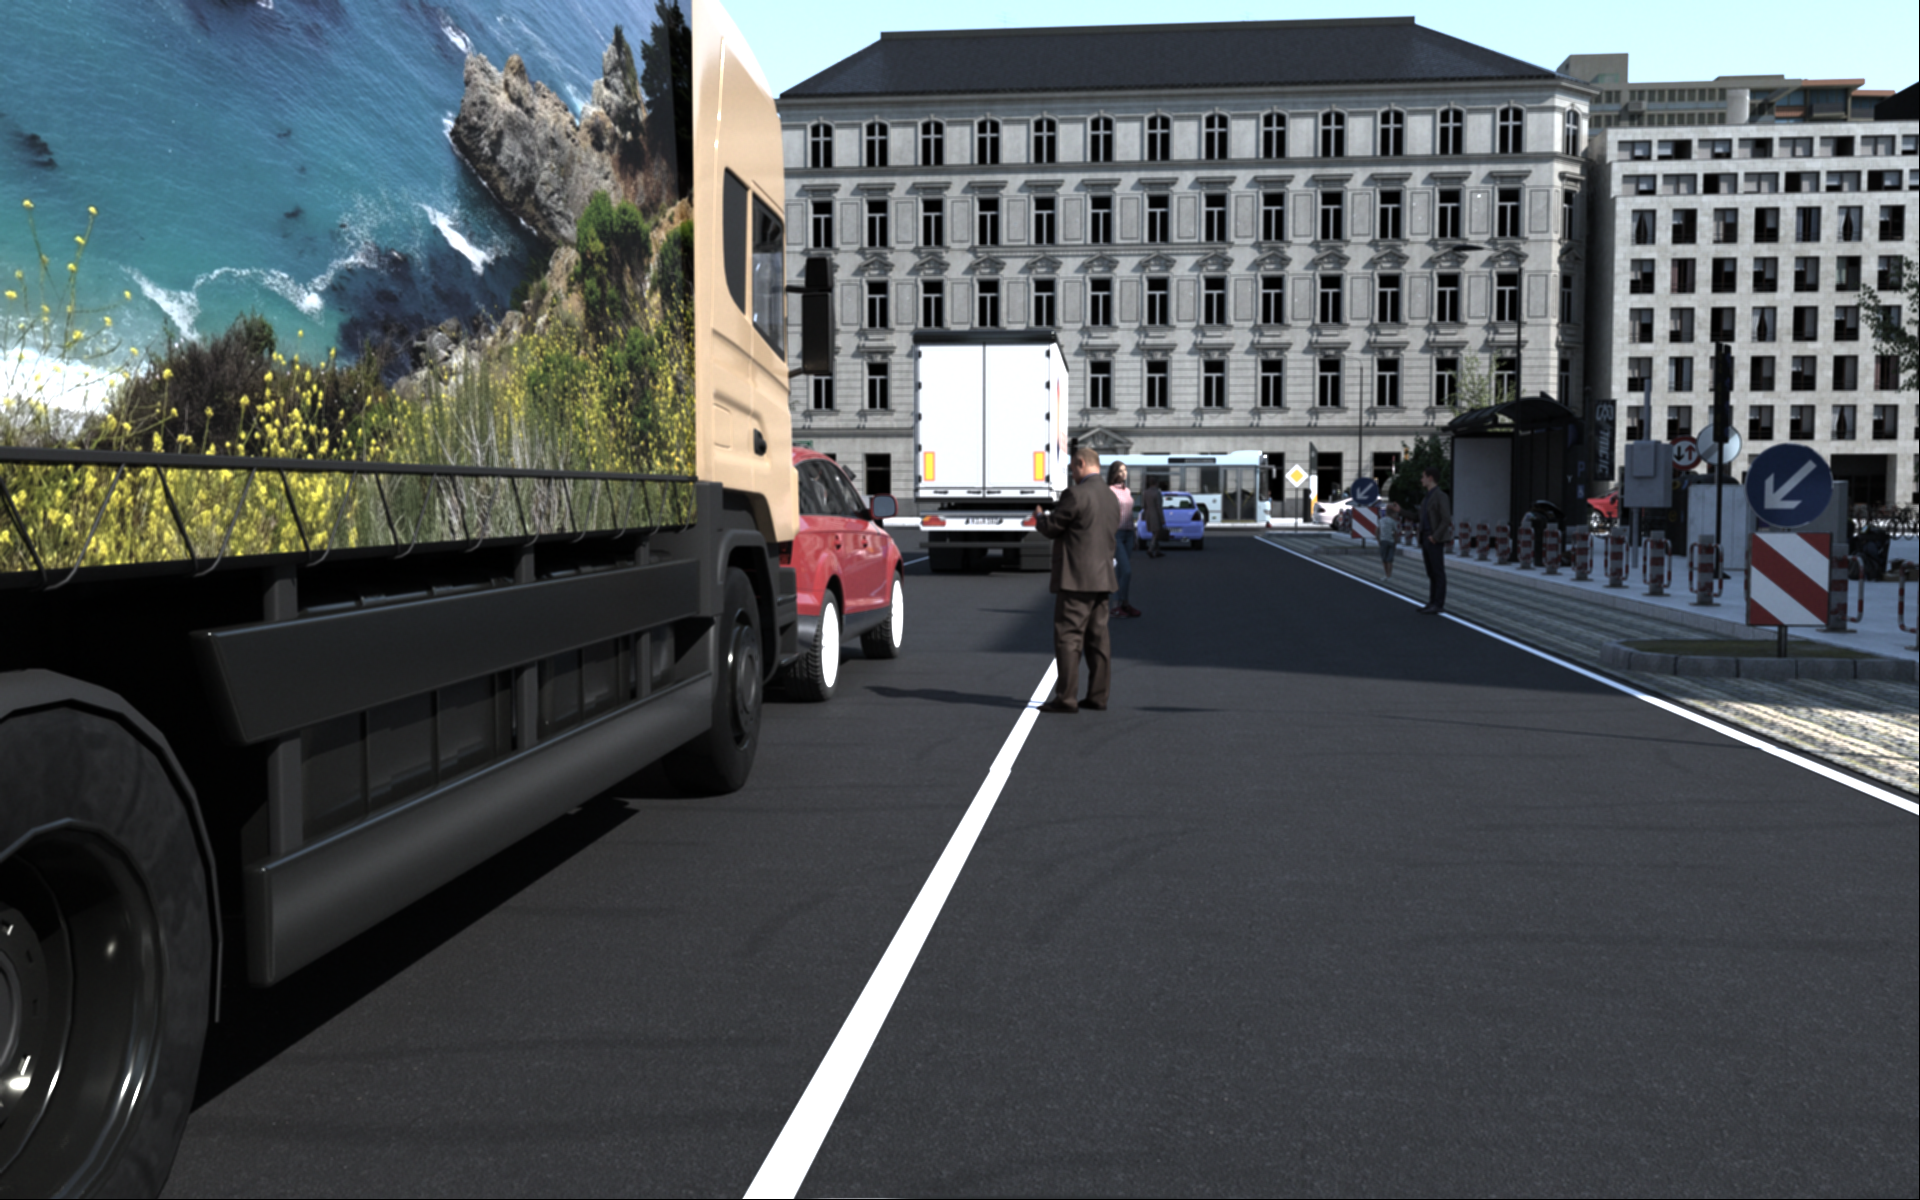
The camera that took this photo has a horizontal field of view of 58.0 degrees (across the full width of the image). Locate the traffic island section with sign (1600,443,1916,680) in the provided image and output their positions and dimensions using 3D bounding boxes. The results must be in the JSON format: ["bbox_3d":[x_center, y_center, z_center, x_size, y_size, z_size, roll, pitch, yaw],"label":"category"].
[{"bbox_3d":[6.434,-0.346,14.282,1.989,1.847,2.006,0,4,6],"label":"traffic island section with sign"}]

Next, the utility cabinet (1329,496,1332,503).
[{"bbox_3d":[19.408,-4.816,89.899,0.306,1.237,1.020,0,4,-2],"label":"utility cabinet"}]

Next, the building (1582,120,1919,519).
[{"bbox_3d":[42.315,-14.557,92.766,16.860,20.320,10.420,0,4,6],"label":"building"}]

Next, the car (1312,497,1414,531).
[{"bbox_3d":[16.436,-3.453,68.821,4.827,1.381,2.083,0,4,5],"label":"car"}]

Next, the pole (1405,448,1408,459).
[{"bbox_3d":[19.699,-5.056,76.501,0.158,3.312,0.155,0,3,0],"label":"pole"}]

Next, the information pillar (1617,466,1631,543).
[{"bbox_3d":[17.403,-2.499,45.358,0.304,2.012,0.304,1,4,13],"label":"information pillar"}]

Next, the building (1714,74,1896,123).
[{"bbox_3d":[83.192,-32.373,183.930,28.867,44.769,22.147,0,4,6],"label":"building"}]

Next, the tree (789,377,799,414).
[{"bbox_3d":[-12.084,-9.627,107.761,4.360,8.622,3.978,0,3,0],"label":"tree"}]

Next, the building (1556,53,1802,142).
[{"bbox_3d":[55.108,-28.472,157.393,32.217,40.220,23.993,0,4,6],"label":"building"}]

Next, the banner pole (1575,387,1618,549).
[{"bbox_3d":[14.851,-3.081,40.395,0.863,3.779,0.401,1,4,20],"label":"banner pole"}]

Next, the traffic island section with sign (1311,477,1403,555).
[{"bbox_3d":[9.419,-1.992,41.196,1.989,1.847,2.006,0,4,6],"label":"traffic island section with sign"}]

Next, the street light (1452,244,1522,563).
[{"bbox_3d":[9.857,-3.658,32.346,1.470,5.913,1.316,0,4,6],"label":"street light"}]

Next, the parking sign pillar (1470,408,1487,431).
[{"bbox_3d":[16.534,-4.050,54.684,1.447,3.967,1.447,3,5,41],"label":"parking sign pillar"}]

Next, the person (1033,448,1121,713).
[{"bbox_3d":[0.760,-0.143,11.524,0.600,1.739,0.565,1,4,15],"label":"person"}]

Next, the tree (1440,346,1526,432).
[{"bbox_3d":[26.221,-8.329,86.543,4.737,8.622,4.395,0,3,0],"label":"tree"}]

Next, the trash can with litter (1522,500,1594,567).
[{"bbox_3d":[10.541,-1.180,30.675,1.055,1.170,0.624,-2,4,-27],"label":"trash can with litter"}]

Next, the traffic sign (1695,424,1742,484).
[{"bbox_3d":[13.516,-1.885,30.930,0.768,2.556,0.104,1,4,14],"label":"traffic sign"}]

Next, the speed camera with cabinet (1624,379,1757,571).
[{"bbox_3d":[12.473,-2.155,29.576,2.038,3.252,0.660,3,4,37],"label":"speed camera with cabinet"}]

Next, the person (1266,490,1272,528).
[{"bbox_3d":[13.190,-3.912,74.328,0.647,1.594,0.662,-3,5,-44],"label":"person"}]

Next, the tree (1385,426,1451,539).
[{"bbox_3d":[13.963,-3.564,52.867,1.663,3.219,1.824,0,3,0],"label":"tree"}]

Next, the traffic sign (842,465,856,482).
[{"bbox_3d":[-3.946,-3.408,59.365,0.795,2.450,0.064,0,4,6],"label":"traffic sign"}]

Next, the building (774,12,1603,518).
[{"bbox_3d":[12.404,-19.757,99.443,44.131,29.872,17.030,0,4,6],"label":"building"}]

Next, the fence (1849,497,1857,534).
[{"bbox_3d":[28.130,-2.727,55.795,2.264,1.192,0.480,-3,4,-37],"label":"fence"}]

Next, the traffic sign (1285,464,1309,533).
[{"bbox_3d":[11.205,-3.305,57.677,0.795,2.450,0.064,0,4,6],"label":"traffic sign"}]

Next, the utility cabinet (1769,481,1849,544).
[{"bbox_3d":[14.190,-1.243,29.002,0.318,1.500,1.173,-3,4,-36],"label":"utility cabinet"}]

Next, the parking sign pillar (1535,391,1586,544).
[{"bbox_3d":[15.496,-3.445,44.798,1.447,3.967,1.447,-3,4,-38],"label":"parking sign pillar"}]

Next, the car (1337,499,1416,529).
[{"bbox_3d":[16.533,-3.311,66.709,3.894,1.354,1.945,0,4,7],"label":"car"}]

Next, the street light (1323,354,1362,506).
[{"bbox_3d":[12.735,-5.194,57.460,1.470,5.913,1.316,0,4,6],"label":"street light"}]

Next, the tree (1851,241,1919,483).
[{"bbox_3d":[22.028,-5.335,37.595,4.737,8.622,4.395,0,3,0],"label":"tree"}]

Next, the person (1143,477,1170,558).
[{"bbox_3d":[4.444,-1.870,39.181,0.767,1.812,0.694,-2,4,-35],"label":"person"}]

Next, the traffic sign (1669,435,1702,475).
[{"bbox_3d":[15.751,-2.301,37.724,0.768,2.556,0.104,1,4,12],"label":"traffic sign"}]

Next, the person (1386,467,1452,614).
[{"bbox_3d":[5.534,-0.727,20.911,0.750,1.759,0.617,1,4,11],"label":"person"}]

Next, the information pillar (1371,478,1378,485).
[{"bbox_3d":[19.003,-4.599,79.682,0.304,2.012,0.304,2,4,35],"label":"information pillar"}]

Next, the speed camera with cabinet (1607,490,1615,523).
[{"bbox_3d":[29.276,-5.009,76.228,0.660,3.252,2.038,-1,4,-13],"label":"speed camera with cabinet"}]

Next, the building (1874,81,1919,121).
[{"bbox_3d":[59.194,-16.060,92.256,15.834,23.373,12.332,0,4,6],"label":"building"}]

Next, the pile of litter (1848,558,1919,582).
[{"bbox_3d":[13.951,-0.731,25.918,1.719,0.858,1.176,-2,4,-31],"label":"pile of litter"}]

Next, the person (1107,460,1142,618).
[{"bbox_3d":[1.862,-0.711,20.133,0.388,1.821,0.555,2,4,32],"label":"person"}]

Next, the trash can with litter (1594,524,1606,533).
[{"bbox_3d":[20.728,-2.785,56.928,1.055,1.170,0.624,0,4,-1],"label":"trash can with litter"}]

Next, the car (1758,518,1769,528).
[{"bbox_3d":[30.024,-3.184,64.643,3.894,1.354,1.945,0,4,6],"label":"car"}]

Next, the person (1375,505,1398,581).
[{"bbox_3d":[7.019,-0.936,28.484,0.352,1.250,0.332,-2,4,-35],"label":"person"}]

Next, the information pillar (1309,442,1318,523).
[{"bbox_3d":[15.789,-5.267,77.465,0.504,3.616,0.183,-3,5,-41],"label":"information pillar"}]

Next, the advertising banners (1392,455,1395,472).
[{"bbox_3d":[19.352,-5.001,77.947,0.090,3.025,2.074,2,4,25],"label":"advertising banners"}]

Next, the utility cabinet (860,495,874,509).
[{"bbox_3d":[-4.661,-4.510,84.897,1.020,1.237,0.306,1,4,21],"label":"utility cabinet"}]
